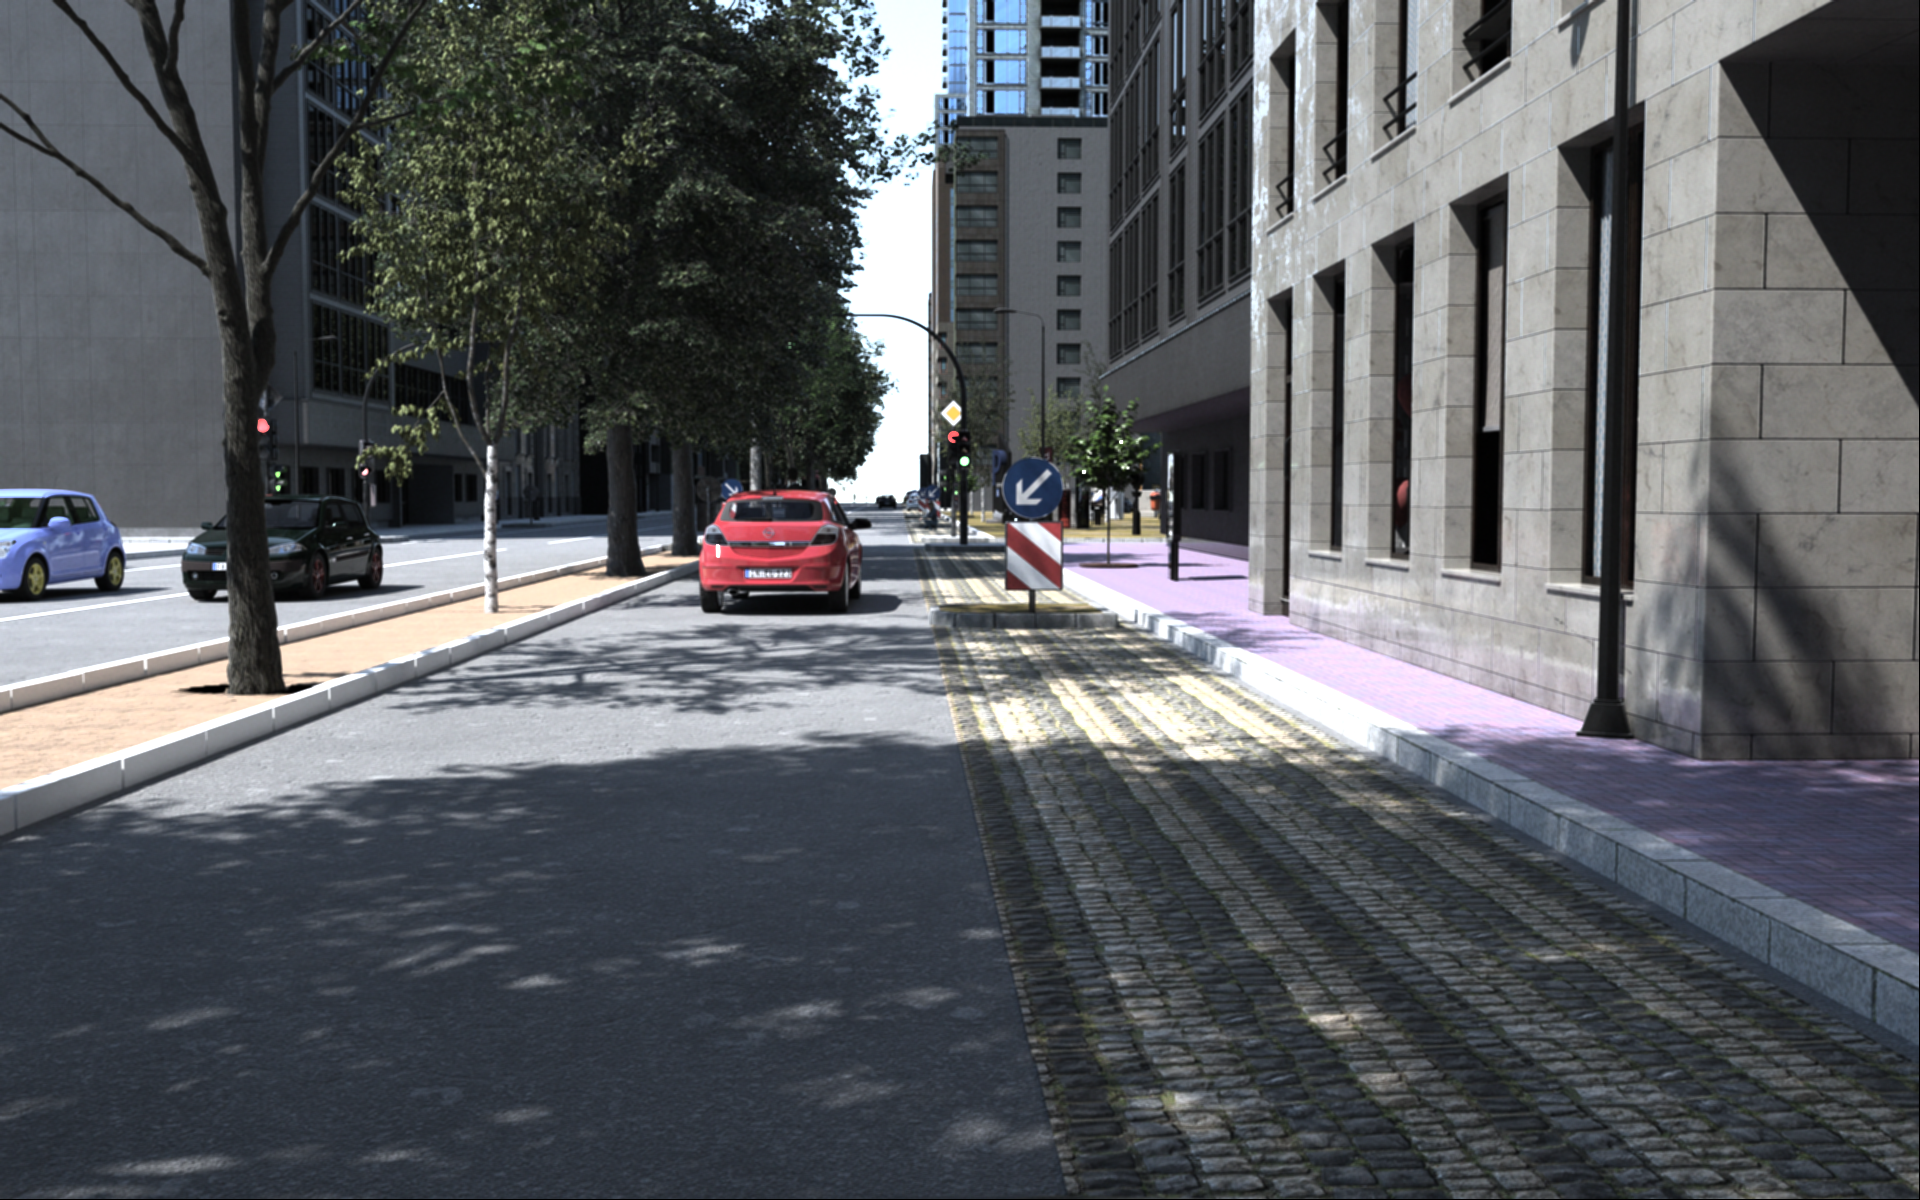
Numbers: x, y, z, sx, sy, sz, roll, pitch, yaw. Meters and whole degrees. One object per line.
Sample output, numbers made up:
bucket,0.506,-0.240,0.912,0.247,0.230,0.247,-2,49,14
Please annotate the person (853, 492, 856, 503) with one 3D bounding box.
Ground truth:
person,-16.451,-16.068,271.740,0.617,1.759,0.750,-3,5,-40

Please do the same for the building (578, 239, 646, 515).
building,-28.171,-17.409,114.320,12.332,23.373,15.834,0,4,-2

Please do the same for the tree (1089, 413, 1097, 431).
tree,7.670,-10.395,120.328,4.737,8.622,4.395,0,3,0

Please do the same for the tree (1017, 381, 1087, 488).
tree,5.484,-10.012,114.052,4.737,8.622,4.395,0,3,0

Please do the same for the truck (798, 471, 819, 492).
truck,-14.786,-11.400,175.308,2.839,4.237,11.283,0,4,-3

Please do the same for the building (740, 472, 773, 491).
building,-36.874,-34.827,224.045,22.147,44.769,28.867,0,4,-2

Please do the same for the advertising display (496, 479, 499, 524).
advertising display,-19.798,-4.190,73.716,0.123,1.923,0.974,0,4,-1

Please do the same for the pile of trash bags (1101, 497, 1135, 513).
pile of trash bags,9.638,-6.513,116.236,3.447,1.369,1.912,-1,4,-10

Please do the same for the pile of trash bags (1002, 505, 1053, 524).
pile of trash bags,3.536,-3.901,73.539,3.447,1.369,1.912,0,4,-6

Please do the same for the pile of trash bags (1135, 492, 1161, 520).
pile of trash bags,10.934,-4.810,88.389,3.447,1.369,1.912,-3,5,-42

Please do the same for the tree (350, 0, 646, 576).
tree,-5.847,-7.382,29.808,9.857,13.997,8.962,0,3,0

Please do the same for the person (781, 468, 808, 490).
person,-2.998,-1.434,31.308,0.474,1.900,0.648,2,4,28

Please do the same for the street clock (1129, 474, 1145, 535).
street clock,5.550,-3.049,54.428,0.358,2.002,0.471,-3,5,-39

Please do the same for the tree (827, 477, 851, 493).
tree,-9.507,-10.539,125.128,4.360,8.622,3.978,0,3,0

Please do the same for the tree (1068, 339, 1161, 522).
tree,6.758,-7.833,78.436,4.360,8.622,3.978,0,3,0

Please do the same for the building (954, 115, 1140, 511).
building,6.466,-22.281,136.000,14.160,30.474,14.107,0,4,-2

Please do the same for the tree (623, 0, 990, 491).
tree,-5.721,-12.197,57.767,12.611,20.169,13.585,0,3,0

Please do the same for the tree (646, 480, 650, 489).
tree,-23.298,-7.947,124.537,1.663,3.219,1.824,0,3,0

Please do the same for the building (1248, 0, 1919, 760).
building,8.662,-9.512,10.275,10.420,20.320,16.860,0,4,-2

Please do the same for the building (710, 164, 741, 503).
building,-31.854,-30.957,189.736,14.154,41.232,14.086,0,4,-2

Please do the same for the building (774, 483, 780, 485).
building,-38.031,-36.611,253.212,22.147,44.769,28.867,0,4,-2

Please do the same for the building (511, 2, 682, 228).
building,-31.275,-30.366,146.591,14.600,45.320,14.200,0,4,-2

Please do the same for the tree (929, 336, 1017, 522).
tree,0.859,-7.915,79.773,4.360,8.622,3.978,0,3,0

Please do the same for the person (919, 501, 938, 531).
person,-1.202,-3.276,67.564,0.738,1.151,1.012,0,4,-4

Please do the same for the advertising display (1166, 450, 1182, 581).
advertising display,3.193,-1.264,25.888,0.123,1.923,0.974,0,4,1

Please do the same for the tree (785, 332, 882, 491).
tree,-8.294,-10.863,98.188,7.486,12.596,7.792,0,3,0

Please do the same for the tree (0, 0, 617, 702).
tree,-5.177,-5.138,12.226,9.928,11.665,9.643,0,3,0

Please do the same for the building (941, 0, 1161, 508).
building,9.476,-51.636,156.921,22.319,86.520,31.000,0,4,-2

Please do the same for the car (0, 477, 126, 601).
car,-13.263,-0.899,24.289,1.945,1.707,3.694,0,4,-2

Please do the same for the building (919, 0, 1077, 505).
building,4.931,-58.521,269.485,22.319,86.520,31.000,0,4,-2

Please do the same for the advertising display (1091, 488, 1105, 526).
advertising display,5.656,-4.025,71.021,0.123,1.923,0.974,-2,4,-26

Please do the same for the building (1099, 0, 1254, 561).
building,10.924,-14.525,30.991,14.314,27.812,24.014,0,4,-2

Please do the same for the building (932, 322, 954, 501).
building,11.057,-21.062,189.403,27.650,21.520,28.899,0,4,-2

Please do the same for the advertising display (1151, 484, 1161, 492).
advertising display,12.623,-6.476,111.092,0.123,1.923,0.974,-2,4,-32

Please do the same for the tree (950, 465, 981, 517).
tree,0.116,-6.417,99.525,1.663,3.219,1.824,0,3,0

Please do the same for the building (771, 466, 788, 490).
building,-34.881,-30.806,275.379,14.160,30.474,14.107,0,4,-2

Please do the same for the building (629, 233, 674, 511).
building,-29.662,-22.096,132.965,14.160,30.474,14.107,0,4,-2

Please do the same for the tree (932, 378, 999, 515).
tree,0.496,-9.620,107.651,4.737,8.622,4.395,0,3,0

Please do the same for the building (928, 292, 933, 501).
building,2.380,-29.121,247.823,14.160,30.474,14.107,0,4,-2

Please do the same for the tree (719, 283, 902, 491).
tree,-7.803,-10.404,89.563,9.611,12.733,9.660,0,3,0

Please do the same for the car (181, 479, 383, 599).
car,-9.627,-0.919,24.806,2.009,1.686,4.222,0,4,-2

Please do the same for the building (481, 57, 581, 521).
building,-28.477,-18.107,93.305,12.463,27.353,25.104,0,4,-2

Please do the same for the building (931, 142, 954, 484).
building,3.964,-34.794,218.987,14.600,45.320,14.200,0,4,-2

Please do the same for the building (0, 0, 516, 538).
building,-27.157,-15.045,65.044,14.314,24.678,30.058,0,4,-2

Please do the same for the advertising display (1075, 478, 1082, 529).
advertising display,4.393,-3.594,63.982,0.123,1.923,0.974,1,4,12

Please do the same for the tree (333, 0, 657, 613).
tree,-5.664,-4.154,20.738,4.737,8.622,4.395,0,3,0

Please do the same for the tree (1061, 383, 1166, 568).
tree,2.565,-2.194,30.476,1.663,3.219,1.824,0,3,0
